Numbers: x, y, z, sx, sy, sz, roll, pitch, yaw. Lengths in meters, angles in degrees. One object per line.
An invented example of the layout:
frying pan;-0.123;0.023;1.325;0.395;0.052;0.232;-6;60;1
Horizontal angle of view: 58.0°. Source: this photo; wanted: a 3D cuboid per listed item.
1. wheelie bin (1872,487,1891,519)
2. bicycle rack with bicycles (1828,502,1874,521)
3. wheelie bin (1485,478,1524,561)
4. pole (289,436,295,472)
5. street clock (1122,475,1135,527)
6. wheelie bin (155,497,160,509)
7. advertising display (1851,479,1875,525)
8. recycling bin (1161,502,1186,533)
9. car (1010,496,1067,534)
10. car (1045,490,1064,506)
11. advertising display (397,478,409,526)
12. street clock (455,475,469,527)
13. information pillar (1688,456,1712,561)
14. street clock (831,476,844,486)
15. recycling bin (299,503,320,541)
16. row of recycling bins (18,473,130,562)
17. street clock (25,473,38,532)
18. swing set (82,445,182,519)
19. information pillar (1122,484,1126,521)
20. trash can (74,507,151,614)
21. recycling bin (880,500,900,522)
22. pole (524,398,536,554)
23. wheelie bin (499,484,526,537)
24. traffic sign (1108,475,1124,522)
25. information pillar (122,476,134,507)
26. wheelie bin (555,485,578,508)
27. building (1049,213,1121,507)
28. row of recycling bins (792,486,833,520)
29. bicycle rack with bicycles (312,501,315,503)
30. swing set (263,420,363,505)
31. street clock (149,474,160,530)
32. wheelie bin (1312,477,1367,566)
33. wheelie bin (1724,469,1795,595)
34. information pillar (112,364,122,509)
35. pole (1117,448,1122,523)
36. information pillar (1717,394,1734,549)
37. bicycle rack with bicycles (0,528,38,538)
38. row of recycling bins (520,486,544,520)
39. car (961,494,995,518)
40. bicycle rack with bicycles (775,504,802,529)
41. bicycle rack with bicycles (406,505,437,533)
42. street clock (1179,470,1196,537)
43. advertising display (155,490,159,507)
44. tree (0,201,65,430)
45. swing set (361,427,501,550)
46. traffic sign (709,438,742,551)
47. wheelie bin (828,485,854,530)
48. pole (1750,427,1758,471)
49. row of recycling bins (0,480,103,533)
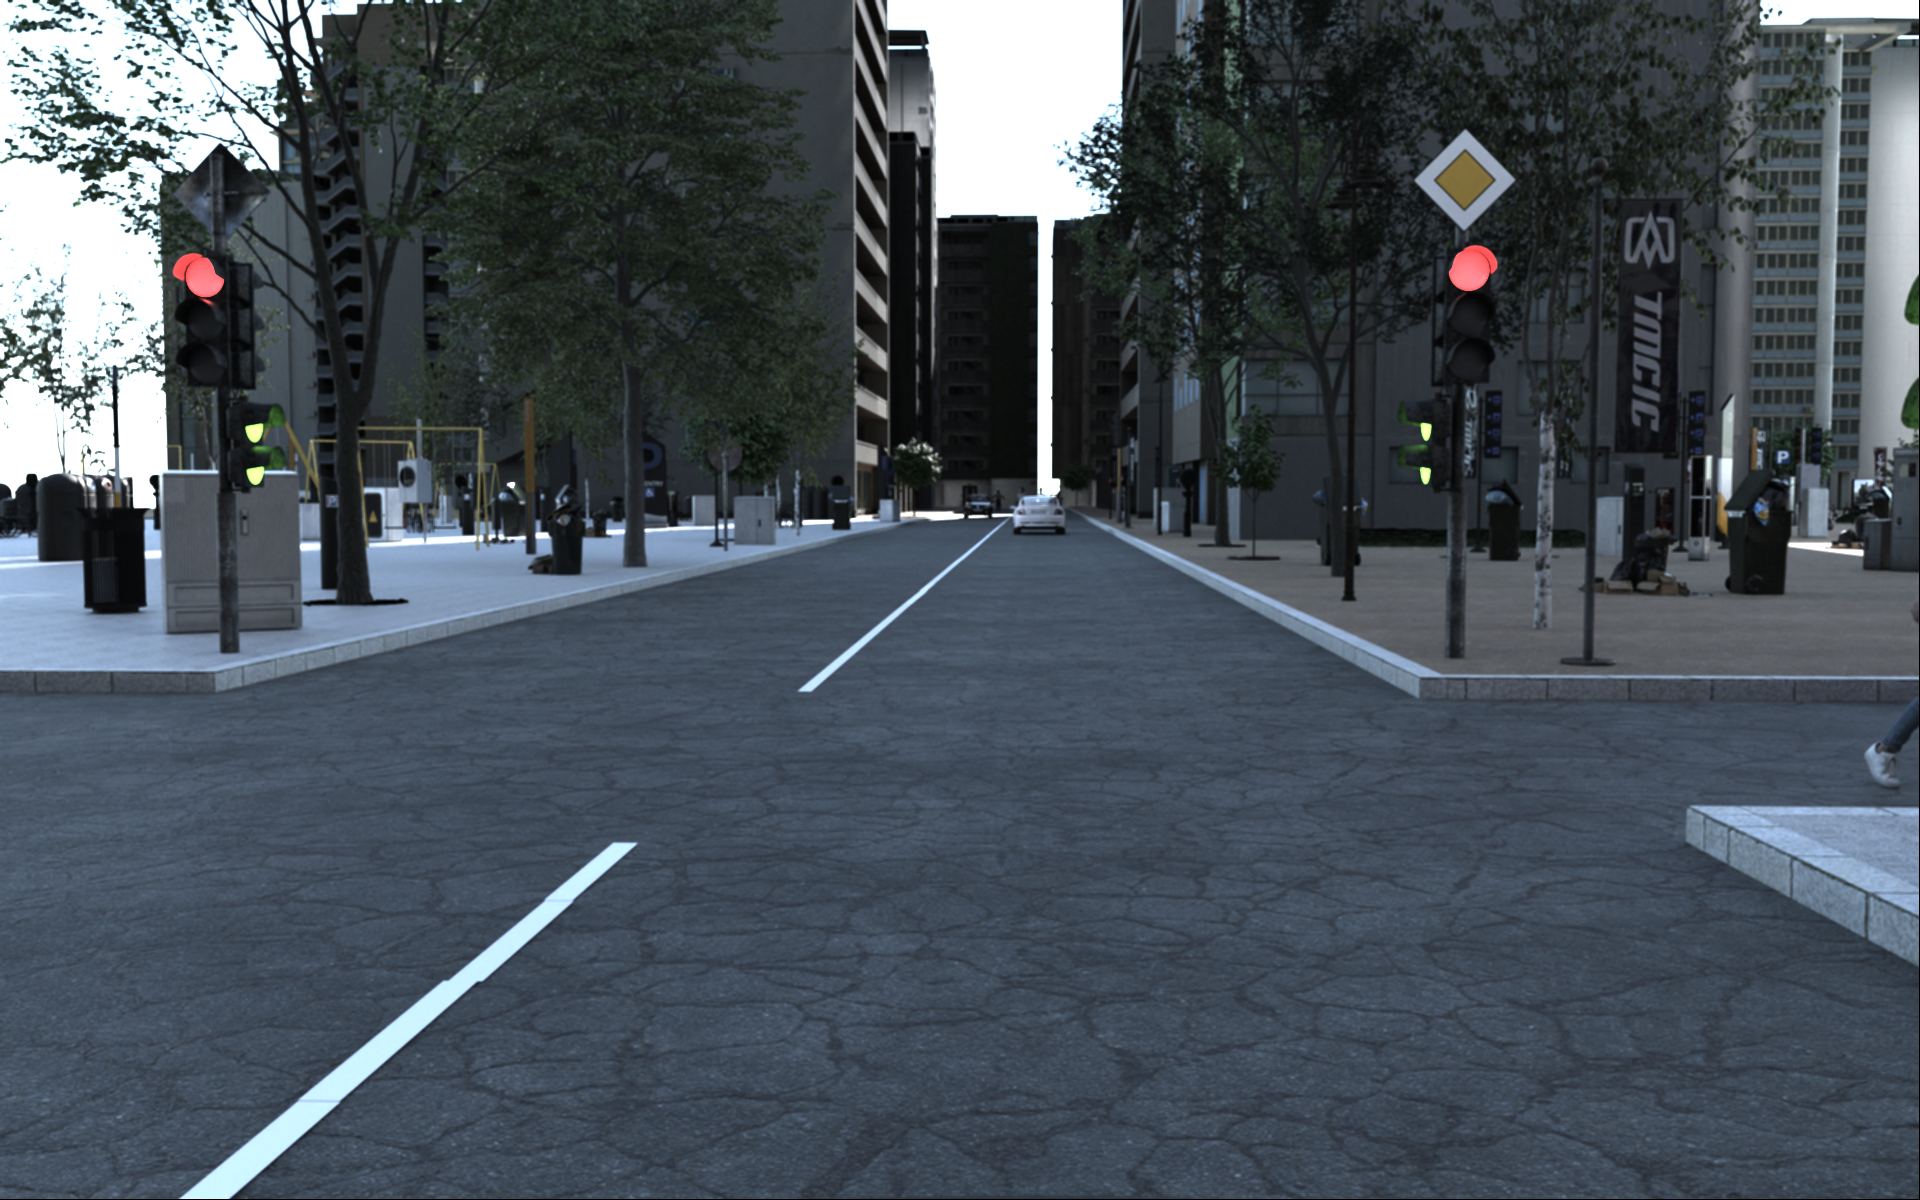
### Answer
wheelie bin;36.325;-3.687;68.195;0.693;1.594;0.980;3;5;42
bicycle rack with bicycles;45.335;-4.442;86.005;2.925;0.926;2.852;0;4;0
wheelie bin;10.509;-1.562;33.445;0.693;1.594;0.980;1;4;21
pole;-23.422;-4.095;60.800;0.158;3.312;0.155;0;3;0
street clock;6.543;-3.840;67.362;0.471;2.002;0.358;0;4;8
wheelie bin;-31.764;-3.767;69.495;0.693;1.594;0.980;1;4;9
advertising display;37.979;-4.137;72.850;0.974;1.923;0.123;0;4;-7
recycling bin;7.143;-2.779;57.997;0.722;1.027;0.722;-1;4;-20
car;2.856;-3.090;62.890;2.083;1.381;4.827;0;4;1
car;7.534;-8.235;143.686;2.155;1.783;4.494;0;4;4
advertising display;-22.287;-3.919;69.287;0.123;1.923;0.974;0;4;2
street clock;-19.330;-3.833;67.241;0.471;2.002;0.358;0;4;5
information pillar;14.194;-1.757;33.215;0.304;2.012;0.304;3;5;44
street clock;-4.809;-3.872;67.869;0.471;2.002;0.358;-2;4;-25
recycling bin;-17.919;-2.162;47.896;0.722;1.027;0.722;-3;4;-36
row of recycling bins;-17.489;-1.678;34.546;1.069;1.692;3.534;-1;4;-9
street clock;-31.542;-3.323;58.904;0.358;2.002;0.471;0;4;-4
swing set;-26.566;-3.533;55.378;3.119;2.851;2.862;-2;4;-23
information pillar;7.719;-4.766;82.413;0.304;2.012;0.304;1;4;13
trash can;-9.147;-0.433;18.734;0.748;1.137;0.748;0;3;0
recycling bin;-3.211;-4.102;79.616;0.722;1.027;0.722;2;4;28
pole;-9.154;-2.631;36.867;0.158;3.312;0.155;0;3;0
wheelie bin;-13.403;-2.694;51.953;0.693;1.594;0.980;1;4;12
traffic sign;7.333;-4.942;80.803;0.884;2.594;0.081;1;4;11
information pillar;-33.877;-4.042;70.570;0.304;2.012;0.304;2;4;34
wheelie bin;-13.619;-3.187;60.020;0.693;1.594;0.980;-2;4;-28
building;16.467;-25.016;180.708;14.107;30.474;14.160;0;4;3
row of recycling bins;-7.201;-4.915;87.476;3.534;1.692;1.069;3;5;44
bicycle rack with bicycles;-32.489;-4.617;88.876;2.925;0.926;2.852;-3;5;-41
swing set;-13.339;-2.220;33.910;2.862;2.851;3.119;-1;4;-21
street clock;-28.884;-3.531;62.297;0.358;2.002;0.471;2;4;34
wheelie bin;6.791;-1.420;31.126;0.980;1.594;0.693;0;4;-3
wheelie bin;10.296;-0.881;22.318;0.693;1.594;0.980;0;4;1
information pillar;-15.148;-2.433;31.128;0.183;3.616;0.504;-2;4;-24
pole;7.108;-5.099;77.206;0.158;3.312;0.155;0;3;0
information pillar;17.827;-2.996;40.335;0.504;3.616;0.183;-3;4;-37
bicycle rack with bicycles;-28.481;-2.296;50.917;2.852;0.926;2.925;3;4;37
row of recycling bins;-21.431;-4.854;86.470;1.069;1.692;3.534;0;4;7
car;1.090;-5.758;103.936;2.009;1.686;4.222;0;4;1
bicycle rack with bicycles;-7.176;-3.160;65.043;2.852;0.926;2.925;-1;4;-10
bicycle rack with bicycles;-18.664;-2.733;58.069;2.852;0.926;2.925;0;4;5
street clock;6.822;-2.899;51.970;0.471;2.002;0.358;-1;4;-14
advertising display;-35.379;-4.407;77.261;0.974;1.923;0.123;-2;4;-29
tree;-23.685;-5.540;40.940;4.737;8.622;4.395;0;3;0
swing set;-12.557;-2.633;40.672;3.119;2.851;2.862;-1;4;-10
traffic sign;-5.278;-2.377;38.964;0.768;2.556;0.104;0;4;6
wheelie bin;-4.270;-3.322;62.229;0.980;1.594;0.693;0;4;3
pole;24.212;-3.612;52.891;0.158;3.312;0.155;0;3;0
row of recycling bins;-32.883;-3.365;62.123;3.534;1.692;1.069;-1;4;-21
